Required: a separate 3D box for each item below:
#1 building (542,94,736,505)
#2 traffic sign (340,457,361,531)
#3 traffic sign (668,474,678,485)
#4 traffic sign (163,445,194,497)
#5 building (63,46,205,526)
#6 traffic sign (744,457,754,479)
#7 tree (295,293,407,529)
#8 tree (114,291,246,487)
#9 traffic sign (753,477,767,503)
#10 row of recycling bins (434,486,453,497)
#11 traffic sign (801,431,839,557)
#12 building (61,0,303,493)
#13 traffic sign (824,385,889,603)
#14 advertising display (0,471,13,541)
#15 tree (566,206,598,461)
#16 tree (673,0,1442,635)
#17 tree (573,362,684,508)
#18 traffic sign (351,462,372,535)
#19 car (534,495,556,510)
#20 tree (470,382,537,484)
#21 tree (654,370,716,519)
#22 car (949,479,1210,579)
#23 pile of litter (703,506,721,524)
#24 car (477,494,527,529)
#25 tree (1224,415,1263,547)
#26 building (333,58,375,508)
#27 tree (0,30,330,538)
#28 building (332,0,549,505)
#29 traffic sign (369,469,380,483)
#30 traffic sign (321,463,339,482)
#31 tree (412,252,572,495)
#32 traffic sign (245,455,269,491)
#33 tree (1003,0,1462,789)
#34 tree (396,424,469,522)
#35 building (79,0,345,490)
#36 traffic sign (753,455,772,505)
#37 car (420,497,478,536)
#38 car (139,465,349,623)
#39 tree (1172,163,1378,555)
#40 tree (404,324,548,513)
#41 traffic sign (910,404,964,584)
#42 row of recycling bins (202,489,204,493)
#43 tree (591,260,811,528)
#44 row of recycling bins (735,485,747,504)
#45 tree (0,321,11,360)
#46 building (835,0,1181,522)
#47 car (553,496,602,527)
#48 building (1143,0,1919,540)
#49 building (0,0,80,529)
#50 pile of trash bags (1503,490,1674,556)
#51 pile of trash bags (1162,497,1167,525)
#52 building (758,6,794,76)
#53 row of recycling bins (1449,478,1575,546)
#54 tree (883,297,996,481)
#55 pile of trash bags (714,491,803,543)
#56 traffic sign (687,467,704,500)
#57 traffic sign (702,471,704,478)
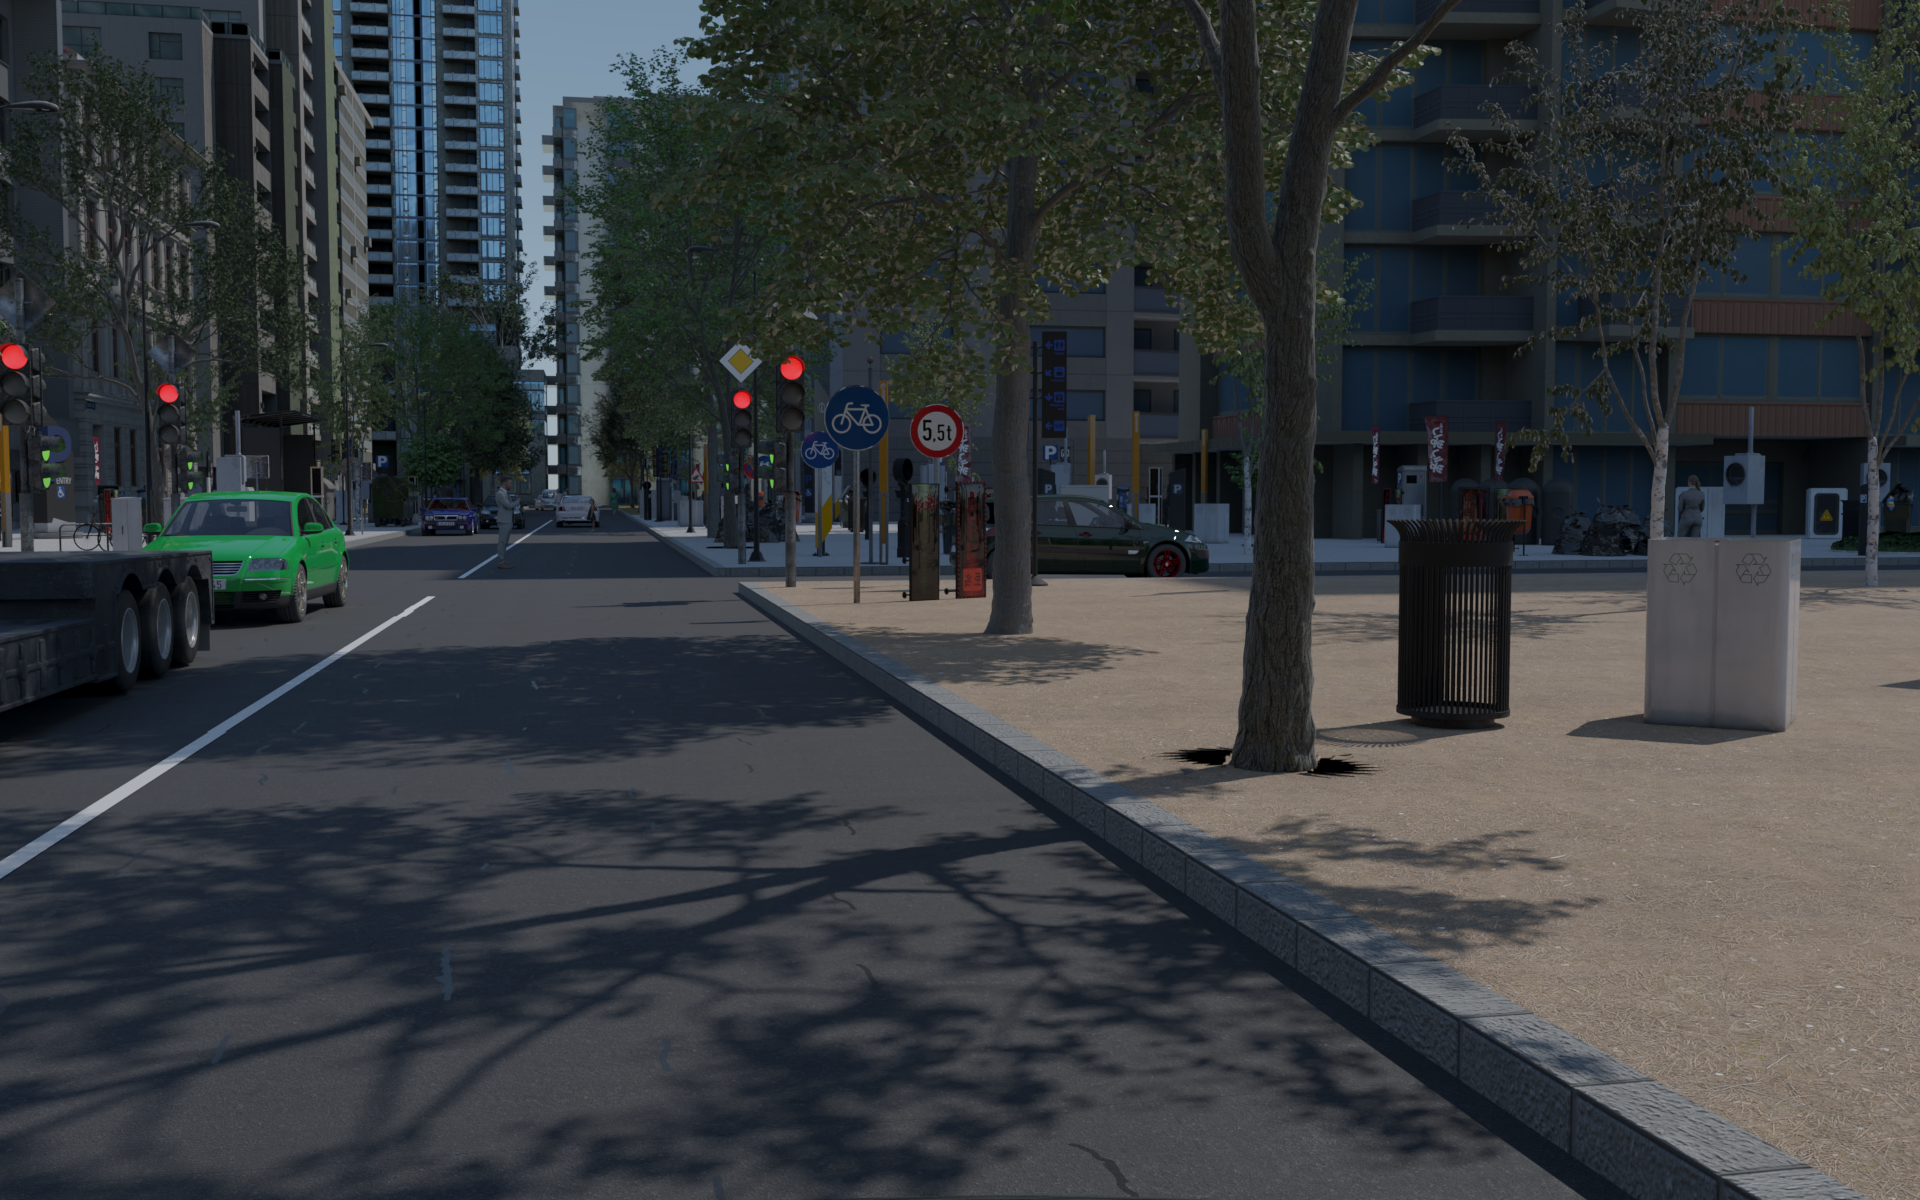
[{"bbox_3d":[-34.685,-36.116,210.110,30.456,49.044,23.786,-1,4,-12],"label":"building"},{"bbox_3d":[-20.748,-3.606,59.071,0.768,2.556,0.104,0,4,-6],"label":"traffic sign"},{"bbox_3d":[-16.174,-5.925,96.871,0.884,2.594,0.081,0,4,-6],"label":"traffic sign"},{"bbox_3d":[-19.784,-2.679,43.901,0.768,2.556,0.104,0,4,-6],"label":"traffic sign"},{"bbox_3d":[-41.595,-14.716,76.760,11.583,22.565,21.152,-1,4,-12],"label":"building"},{"bbox_3d":[-6.946,-3.580,58.644,0.768,2.556,0.104,0,4,-4],"label":"traffic sign"},{"bbox_3d":[-22.268,-6.928,63.636,4.737,8.622,4.395,0,3,0],"label":"tree"},{"bbox_3d":[-28.826,-6.952,64.031,4.737,8.622,4.395,0,3,0],"label":"tree"},{"bbox_3d":[-6.513,-3.559,58.201,0.884,2.594,0.081,0,4,-8],"label":"traffic sign"},{"bbox_3d":[-28.358,-5.353,94.632,1.069,1.692,3.534,-2,4,-26],"label":"row of recycling bins"},{"bbox_3d":[-2.844,-2.144,35.164,0.768,2.556,0.104,0,4,-4],"label":"traffic sign"},{"bbox_3d":[-48.981,-20.447,106.012,14.160,30.474,14.107,-1,4,-12],"label":"building"},{"bbox_3d":[-1.214,-1.237,20.324,0.768,2.556,0.104,-1,4,-11],"label":"traffic sign"},{"bbox_3d":[-26.145,-2.543,46.794,0.974,1.923,0.123,-3,4,-37],"label":"advertising display"},{"bbox_3d":[-7.577,-8.071,50.088,7.486,12.596,7.792,0,3,0],"label":"tree"},{"bbox_3d":[0.830,-5.977,15.848,7.486,12.596,7.792,0,3,0],"label":"tree"},{"bbox_3d":[-30.160,-15.177,158.508,12.009,13.543,11.850,0,3,0],"label":"tree"},{"bbox_3d":[-18.894,-3.215,54.702,0.606,2.300,0.079,-1,4,-11],"label":"traffic sign"},{"bbox_3d":[-37.211,-8.767,155.699,2.083,1.381,4.827,-1,4,-13],"label":"car"},{"bbox_3d":[-43.173,-14.919,162.059,7.486,12.596,7.792,0,3,0],"label":"tree"},{"bbox_3d":[-14.584,-8.465,88.762,4.737,8.622,4.395,0,3,0],"label":"tree"},{"bbox_3d":[1.920,-1.113,27.981,4.222,1.686,2.009,-1,4,-11],"label":"car"},{"bbox_3d":[-10.115,-3.635,73.400,1.719,0.858,1.176,3,4,38],"label":"pile of litter"},{"bbox_3d":[-18.983,-3.799,71.905,2.009,1.686,4.222,-1,4,-12],"label":"car"},{"bbox_3d":[7.440,-2.932,42.532,1.663,3.219,1.824,0,3,0],"label":"tree"},{"bbox_3d":[-62.992,-27.810,146.569,23.993,40.220,32.217,-1,4,-12],"label":"building"},{"bbox_3d":[-16.542,-6.168,35.253,7.601,10.594,8.767,2,4,26],"label":"tree"},{"bbox_3d":[-64.646,-54.402,202.140,31.000,86.520,22.319,-1,4,-12],"label":"building"},{"bbox_3d":[-27.271,-4.857,80.590,0.795,2.450,0.064,0,4,-4],"label":"traffic sign"},{"bbox_3d":[-25.587,-4.291,70.267,0.768,2.556,0.104,0,4,-3],"label":"traffic sign"},{"bbox_3d":[-34.667,-16.977,133.464,12.611,20.169,13.585,0,3,0],"label":"tree"},{"bbox_3d":[-18.613,-2.676,45.883,0.606,2.300,0.079,0,4,-4],"label":"traffic sign"},{"bbox_3d":[1.446,-5.009,7.648,9.928,11.665,9.643,0,3,0],"label":"tree"},{"bbox_3d":[-24.731,-5.970,81.319,4.285,4.588,4.351,0,3,0],"label":"tree"},{"bbox_3d":[-51.238,-26.666,119.589,14.154,41.232,14.086,-1,4,-12],"label":"building"},{"bbox_3d":[-6.446,-3.491,57.191,0.768,2.556,0.104,-1,4,-10],"label":"traffic sign"},{"bbox_3d":[-17.877,-2.944,60.716,1.945,1.354,3.894,-1,4,-12],"label":"car"},{"bbox_3d":[-8.458,-0.718,20.538,1.959,1.807,4.718,-1,4,-10],"label":"car"},{"bbox_3d":[6.157,-5.236,35.965,4.737,8.622,4.395,0,3,0],"label":"tree"},{"bbox_3d":[-32.810,-12.261,117.482,9.611,12.733,9.660,0,3,0],"label":"tree"},{"bbox_3d":[-0.326,-1.496,24.562,0.768,2.556,0.104,0,4,-3],"label":"traffic sign"},{"bbox_3d":[-43.182,-5.350,94.587,3.534,1.692,1.069,-1,4,-21],"label":"row of recycling bins"},{"bbox_3d":[-9.117,-7.986,64.985,7.601,10.594,8.767,-2,4,-24],"label":"tree"},{"bbox_3d":[-10.413,-4.526,81.110,1.069,1.692,3.534,-1,4,-11],"label":"row of recycling bins"},{"bbox_3d":[-11.425,-2.067,17.510,4.285,4.588,4.351,0,3,0],"label":"tree"},{"bbox_3d":[1.963,-33.781,94.323,21.231,58.520,28.212,-1,4,-12],"label":"building"},{"bbox_3d":[-16.752,-3.886,75.898,2.083,1.381,4.827,-1,4,-12],"label":"car"},{"bbox_3d":[21.307,-24.748,59.259,28.867,44.769,22.147,-1,4,-12],"label":"building"},{"bbox_3d":[-37.734,-14.150,50.411,14.314,24.678,30.058,-1,4,-12],"label":"building"},{"bbox_3d":[13.087,-1.626,36.334,3.447,1.369,1.912,0,4,-6],"label":"pile of trash bags"},{"bbox_3d":[9.718,-3.842,72.570,3.447,1.369,1.912,2,4,28],"label":"pile of trash bags"},{"bbox_3d":[-6.949,-32.942,158.206,23.786,49.044,30.456,-1,4,-12],"label":"building"},{"bbox_3d":[14.072,-2.276,44.322,1.069,1.692,3.534,-3,5,-39],"label":"row of recycling bins"},{"bbox_3d":[-0.844,-6.770,61.055,4.737,8.622,4.395,0,3,0],"label":"tree"},{"bbox_3d":[-5.189,-2.279,47.011,1.912,1.369,3.447,1,4,20],"label":"pile of trash bags"},{"bbox_3d":[-12.426,-4.994,81.663,0.884,2.594,0.081,0,4,-4],"label":"traffic sign"},{"bbox_3d":[-11.904,-5.053,82.722,0.768,2.556,0.104,0,4,-6],"label":"traffic sign"}]
